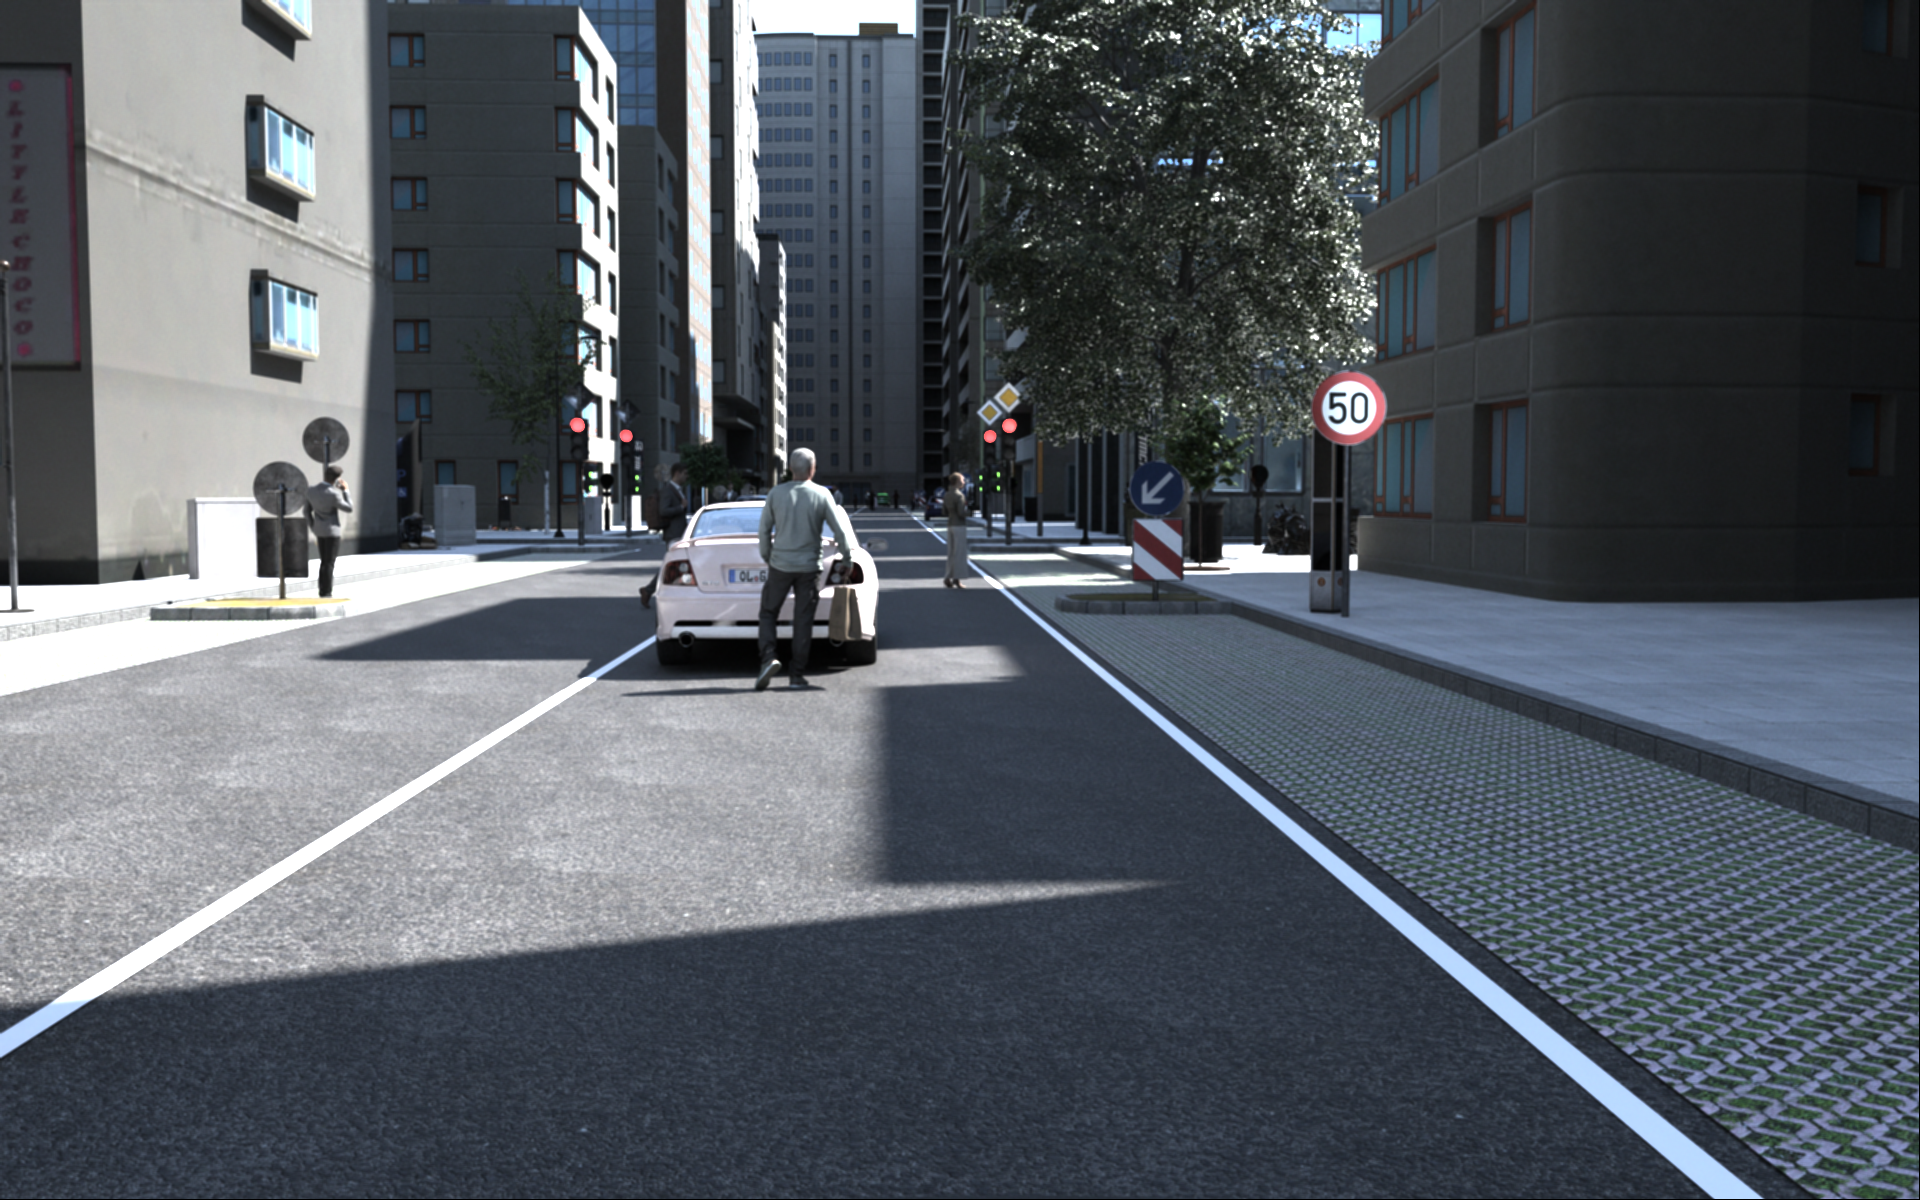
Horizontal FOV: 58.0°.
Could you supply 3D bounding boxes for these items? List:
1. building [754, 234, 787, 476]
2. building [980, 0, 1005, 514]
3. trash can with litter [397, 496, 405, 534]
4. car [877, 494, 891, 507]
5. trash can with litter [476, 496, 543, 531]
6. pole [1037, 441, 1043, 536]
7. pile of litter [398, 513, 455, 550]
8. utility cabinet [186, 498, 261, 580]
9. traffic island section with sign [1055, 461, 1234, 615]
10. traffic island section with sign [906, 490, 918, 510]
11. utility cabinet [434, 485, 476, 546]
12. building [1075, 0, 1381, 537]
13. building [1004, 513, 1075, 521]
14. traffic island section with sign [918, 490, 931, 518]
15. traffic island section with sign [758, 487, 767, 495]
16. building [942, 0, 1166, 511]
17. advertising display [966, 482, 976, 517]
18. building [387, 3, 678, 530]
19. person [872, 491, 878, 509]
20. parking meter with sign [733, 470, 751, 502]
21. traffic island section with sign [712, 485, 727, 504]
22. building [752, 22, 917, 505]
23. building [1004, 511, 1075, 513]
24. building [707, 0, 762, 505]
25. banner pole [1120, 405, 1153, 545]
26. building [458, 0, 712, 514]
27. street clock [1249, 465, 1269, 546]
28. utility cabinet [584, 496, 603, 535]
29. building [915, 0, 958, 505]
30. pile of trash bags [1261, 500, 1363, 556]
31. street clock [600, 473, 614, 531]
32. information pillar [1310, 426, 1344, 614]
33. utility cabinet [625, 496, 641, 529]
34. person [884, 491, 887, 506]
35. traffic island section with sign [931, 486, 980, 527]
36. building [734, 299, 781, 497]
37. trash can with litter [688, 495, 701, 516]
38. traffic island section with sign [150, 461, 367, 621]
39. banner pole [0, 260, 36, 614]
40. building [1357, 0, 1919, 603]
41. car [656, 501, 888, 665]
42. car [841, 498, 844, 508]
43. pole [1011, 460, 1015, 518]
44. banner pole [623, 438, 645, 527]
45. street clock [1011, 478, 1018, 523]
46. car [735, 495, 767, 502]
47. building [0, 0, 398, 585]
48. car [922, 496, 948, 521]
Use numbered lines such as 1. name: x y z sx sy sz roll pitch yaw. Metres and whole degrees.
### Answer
1. building: -26.538 -25.786 193.297 14.107 30.474 14.160 0 4 -2
2. building: 8.283 -26.465 116.294 14.154 41.232 14.086 0 4 -2
3. trash can with litter: -18.283 -2.747 55.978 1.678 1.210 2.233 -1 4 -20
4. car: -8.857 -11.501 196.841 1.959 1.807 4.718 0 4 -2
5. trash can with litter: -15.715 -3.038 60.734 2.233 1.210 1.678 2 4 24
6. pole: 2.425 -3.578 52.347 0.158 3.312 0.155 0 3 0
7. pile of litter: -12.565 -1.591 39.985 1.719 0.858 1.176 0 4 -5
8. utility cabinet: -11.150 -0.924 26.266 0.306 1.237 1.020 3 5 41
9. traffic island section with sign: 2.202 -0.778 21.350 1.989 1.847 2.006 0 4 -2
10. traffic island section with sign: -4.613 -10.503 180.356 1.989 1.847 2.006 0 4 -2
11. utility cabinet: -12.480 -2.090 42.850 0.318 1.500 1.173 2 4 25
12. building: 19.833 -45.729 60.335 31.000 86.520 22.319 0 4 -2
13. building: 13.698 -28.549 90.484 21.300 48.544 21.600 0 4 -2
14. traffic island section with sign: -1.307 -5.775 103.041 1.989 1.847 2.006 0 4 -2
15. traffic island section with sign: -11.716 -5.819 103.771 1.989 1.847 2.006 0 4 -2
16. building: 9.273 -33.207 166.635 21.300 48.544 21.600 0 4 -2
17. advertising display: 0.595 -5.569 96.264 0.123 1.923 0.974 -2 4 -28
18. building: -27.883 -14.092 75.448 27.650 21.520 28.899 0 4 -2
19. person: -8.130 -9.590 165.962 0.621 1.740 0.551 2 4 33
20. parking meter with sign: -15.404 -7.848 124.574 1.738 3.016 0.543 0 4 2
21. traffic island section with sign: -10.546 -4.140 76.324 1.989 1.847 2.006 0 4 -2
22. building: -19.746 -41.467 219.979 28.212 58.520 21.231 0 4 -2
23. building: 10.897 -31.891 145.125 21.300 48.544 21.600 0 4 -2
24. building: -30.315 -33.579 138.254 28.713 52.752 27.495 0 4 -2
25. banner pole: 4.505 -3.308 44.098 0.863 3.779 0.401 0 4 -1
26. building: -24.220 -28.428 114.903 14.600 45.320 14.200 0 4 -2
27. street clock: 7.373 -2.339 42.821 0.471 2.002 0.358 0 4 5
28. utility cabinet: -11.620 -2.672 54.844 0.306 1.237 1.020 -2 4 -29
29. building: 4.650 -47.841 220.457 20.611 71.187 20.563 0 4 -2
30. pile of trash bags: 7.538 -1.627 36.349 1.912 1.369 3.447 0 4 -1
31. street clock: -12.346 -3.425 60.563 0.471 2.002 0.358 -1 4 -18
32. information pillar: 3.994 -0.869 18.707 0.304 2.012 0.304 -3 5 -45
33. utility cabinet: -12.190 -3.263 64.506 0.306 1.237 1.020 0 4 8
34. person: -8.805 -11.801 201.998 0.434 1.755 0.990 2 4 25
35. traffic island section with sign: -0.141 -4.127 76.111 1.989 1.847 2.006 0 4 -2
36. building: -32.089 -19.710 167.301 27.650 21.520 28.899 0 4 -2
37. trash can with litter: -15.595 -5.469 100.483 2.233 1.210 1.678 0 4 -1
38. traffic island section with sign: -8.148 -0.721 20.417 1.989 1.847 2.006 0 4 -2
39. banner pole: -10.246 -1.738 18.427 0.401 3.779 0.863 0 4 0
40. building: 21.154 -10.387 14.873 27.650 21.520 28.899 0 4 -2
41. car: -1.698 -0.220 15.961 2.083 1.381 4.827 0 4 -3
42. car: -11.242 -8.865 153.734 1.959 1.807 4.718 0 4 -4
43. pole: 2.831 -6.010 92.101 0.158 3.312 0.155 0 3 0
44. banner pole: -12.850 -4.784 68.238 0.863 3.779 0.401 -1 4 -10
45. street clock: 2.351 -4.476 77.757 0.471 2.002 0.358 1 4 13
46. car: -6.360 -2.594 54.410 2.014 1.417 4.499 0 4 -3
47. building: -22.800 -24.654 26.800 21.600 48.544 21.300 0 4 -2
48. car: -1.034 -4.895 92.616 1.945 1.354 3.894 0 4 -2
